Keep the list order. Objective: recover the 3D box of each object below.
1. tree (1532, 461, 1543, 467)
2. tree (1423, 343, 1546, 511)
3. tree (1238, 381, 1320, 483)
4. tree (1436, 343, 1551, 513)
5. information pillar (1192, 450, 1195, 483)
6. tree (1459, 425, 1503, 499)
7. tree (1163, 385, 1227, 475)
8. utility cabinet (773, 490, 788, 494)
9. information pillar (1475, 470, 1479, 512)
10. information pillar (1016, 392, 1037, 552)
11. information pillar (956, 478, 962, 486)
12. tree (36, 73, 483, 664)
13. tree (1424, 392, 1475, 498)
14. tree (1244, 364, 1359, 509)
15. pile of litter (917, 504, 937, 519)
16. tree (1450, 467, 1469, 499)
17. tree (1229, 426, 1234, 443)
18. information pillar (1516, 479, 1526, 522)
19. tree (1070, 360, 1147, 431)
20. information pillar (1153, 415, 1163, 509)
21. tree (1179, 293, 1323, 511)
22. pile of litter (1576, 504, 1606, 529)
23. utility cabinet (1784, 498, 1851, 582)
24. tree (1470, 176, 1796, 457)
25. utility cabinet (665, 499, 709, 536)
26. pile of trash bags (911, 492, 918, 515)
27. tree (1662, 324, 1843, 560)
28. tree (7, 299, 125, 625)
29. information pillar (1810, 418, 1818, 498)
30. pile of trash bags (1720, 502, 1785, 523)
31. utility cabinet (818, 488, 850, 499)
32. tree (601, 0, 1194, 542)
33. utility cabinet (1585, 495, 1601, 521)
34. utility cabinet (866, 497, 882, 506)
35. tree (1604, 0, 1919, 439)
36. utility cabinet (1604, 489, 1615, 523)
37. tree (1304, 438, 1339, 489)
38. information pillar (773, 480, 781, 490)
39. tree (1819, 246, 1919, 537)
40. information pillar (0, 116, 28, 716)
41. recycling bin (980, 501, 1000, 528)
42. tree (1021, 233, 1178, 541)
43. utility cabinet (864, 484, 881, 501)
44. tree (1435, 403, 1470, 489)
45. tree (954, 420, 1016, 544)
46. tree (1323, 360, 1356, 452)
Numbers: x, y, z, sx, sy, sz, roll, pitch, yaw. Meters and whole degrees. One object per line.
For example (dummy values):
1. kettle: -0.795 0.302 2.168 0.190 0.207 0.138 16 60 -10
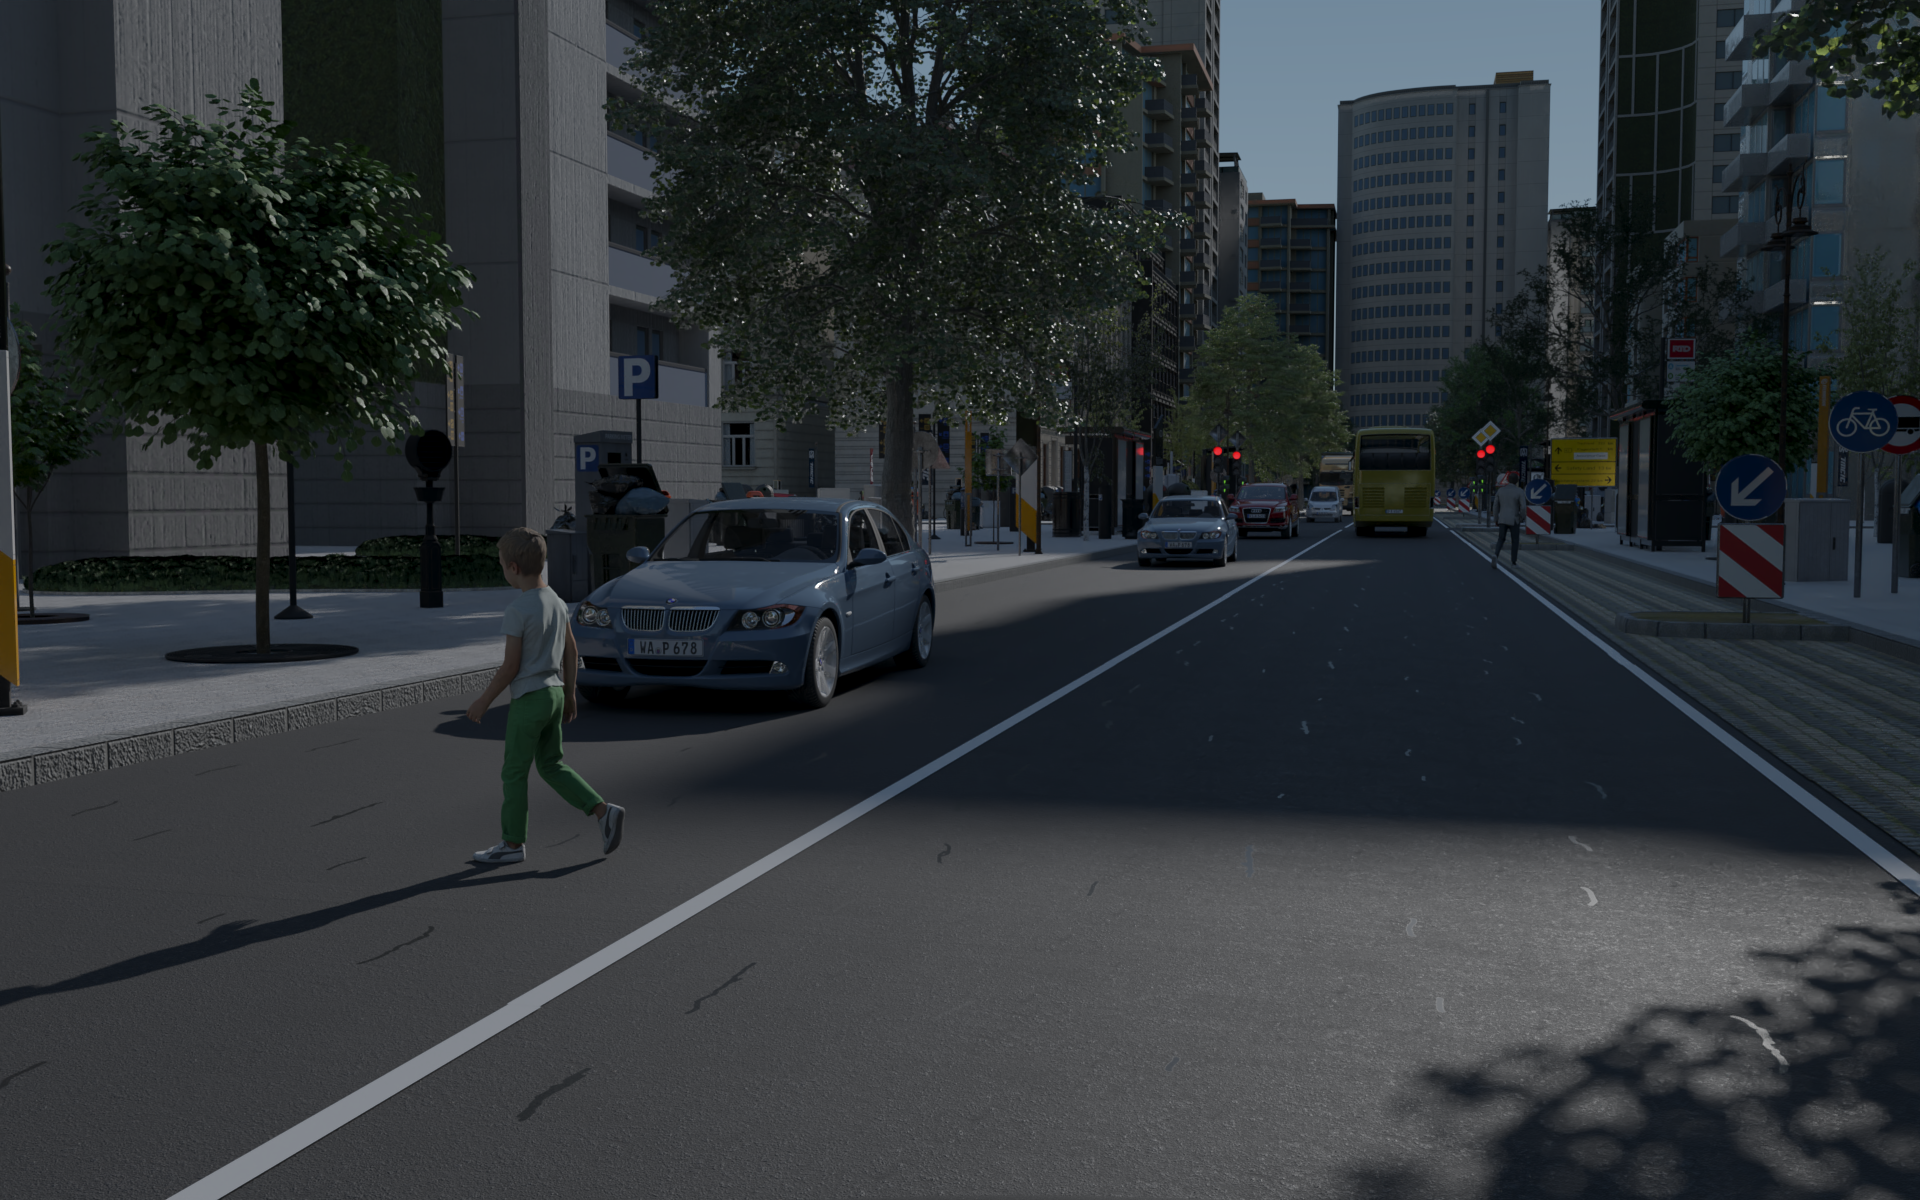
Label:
1. tree: 47.593 -9.548 139.820 4.285 4.588 4.351 0 3 0
2. tree: 40.002 -13.143 131.891 9.611 12.733 9.660 0 3 0
3. tree: 20.075 -9.713 109.163 4.737 8.622 4.395 0 3 0
4. tree: 35.642 -11.618 115.705 9.928 11.665 9.643 0 3 0
5. information pillar: 12.526 -6.214 92.960 0.183 3.616 0.504 0 4 0
6. tree: 51.817 -13.821 176.336 4.737 8.622 4.395 0 3 0
7. tree: 14.852 -10.051 114.697 4.737 8.622 4.395 0 3 0
8. utility cabinet: -9.085 -4.789 86.976 0.318 1.500 1.173 2 4 30
9. information pillar: 36.871 -8.075 123.382 0.183 3.616 0.504 -1 4 -14
10. information pillar: 1.488 -2.871 38.292 0.504 3.616 0.183 0 4 1
11. information pillar: -0.051 -4.628 80.164 0.304 2.012 0.304 0 4 1
12. tree: -5.509 -1.827 13.587 4.285 4.588 4.351 0 3 0
13. tree: 54.830 -16.757 192.107 7.486 12.596 7.792 0 3 0
14. tree: 29.174 -14.147 148.310 9.611 12.733 9.660 0 3 0
15. pile of litter: -1.948 -4.513 87.750 1.719 0.858 1.176 2 4 33
16. tree: 58.591 -15.493 203.677 4.360 8.622 3.978 0 3 0
17. tree: 18.962 -11.257 134.415 4.737 8.622 4.395 0 3 0
18. information pillar: 25.846 -4.607 79.809 0.304 2.012 0.304 -3 4 -36
19. tree: 7.977 -8.901 95.890 4.737 8.622 4.395 0 3 0
20. information pillar: 5.861 -3.661 51.216 0.183 3.616 0.504 2 4 34
21. tree: 16.199 -11.024 98.369 7.486 12.596 7.792 0 3 0
22. pile of litter: 23.566 -3.120 64.976 1.176 0.858 1.719 0 4 6
23. utility cabinet: 12.650 -0.881 25.566 1.020 1.237 0.306 -1 4 -22
24. tree: 19.542 -7.075 50.090 8.767 10.594 7.601 1 4 18
25. utility cabinet: -3.817 -0.795 24.152 0.306 1.237 1.020 -2 4 -30
26. pile of trash bags: -2.940 -3.661 69.612 3.447 1.369 1.912 3 4 36
27. tree: 15.391 -3.052 33.608 4.285 4.588 4.351 0 3 0
28. tree: -9.488 -1.392 17.357 1.663 3.219 1.824 0 3 0
29. information pillar: 23.155 -3.385 46.699 0.183 3.616 0.504 -1 4 -13
30. pile of trash bags: 28.500 -3.127 60.882 3.447 1.369 1.912 1 4 13
31. utility cabinet: -4.714 -3.422 64.630 1.173 1.500 0.318 -2 4 -24
32. tree: -0.974 -7.410 27.812 9.857 13.997 8.962 0 3 0
33. utility cabinet: 30.113 -4.389 82.922 1.020 1.237 0.306 0 4 8
34. utility cabinet: -1.575 -1.426 34.470 0.306 1.237 1.020 1 4 13
35. tree: 9.025 -6.309 9.800 9.857 13.997 8.962 0 3 0
36. utility cabinet: 28.362 -4.086 75.481 0.318 1.500 1.173 2 4 30
37. tree: 38.570 -14.263 183.564 4.360 8.622 3.978 0 3 0
38. information pillar: -9.704 -5.352 92.004 0.304 2.012 0.304 2 4 27
39. tree: 27.191 -6.155 50.999 4.737 8.622 4.395 0 3 0
40. information pillar: -5.697 -1.136 9.923 0.504 3.616 0.183 -1 4 -21
41. recycling bin: 1.068 -3.231 65.380 0.722 1.027 0.722 -1 4 -17
42. tree: 3.694 -5.919 47.143 4.360 8.622 3.978 0 3 0
43. utility cabinet: -1.799 -1.911 39.928 0.318 1.500 1.173 2 4 25
44. tree: 28.810 -9.369 87.599 7.601 10.594 8.767 -2 4 -31
45. tree: 0.885 -3.063 44.676 1.663 3.219 1.824 0 3 0
46. tree: 25.850 -12.992 130.546 7.486 12.596 7.792 0 3 0
